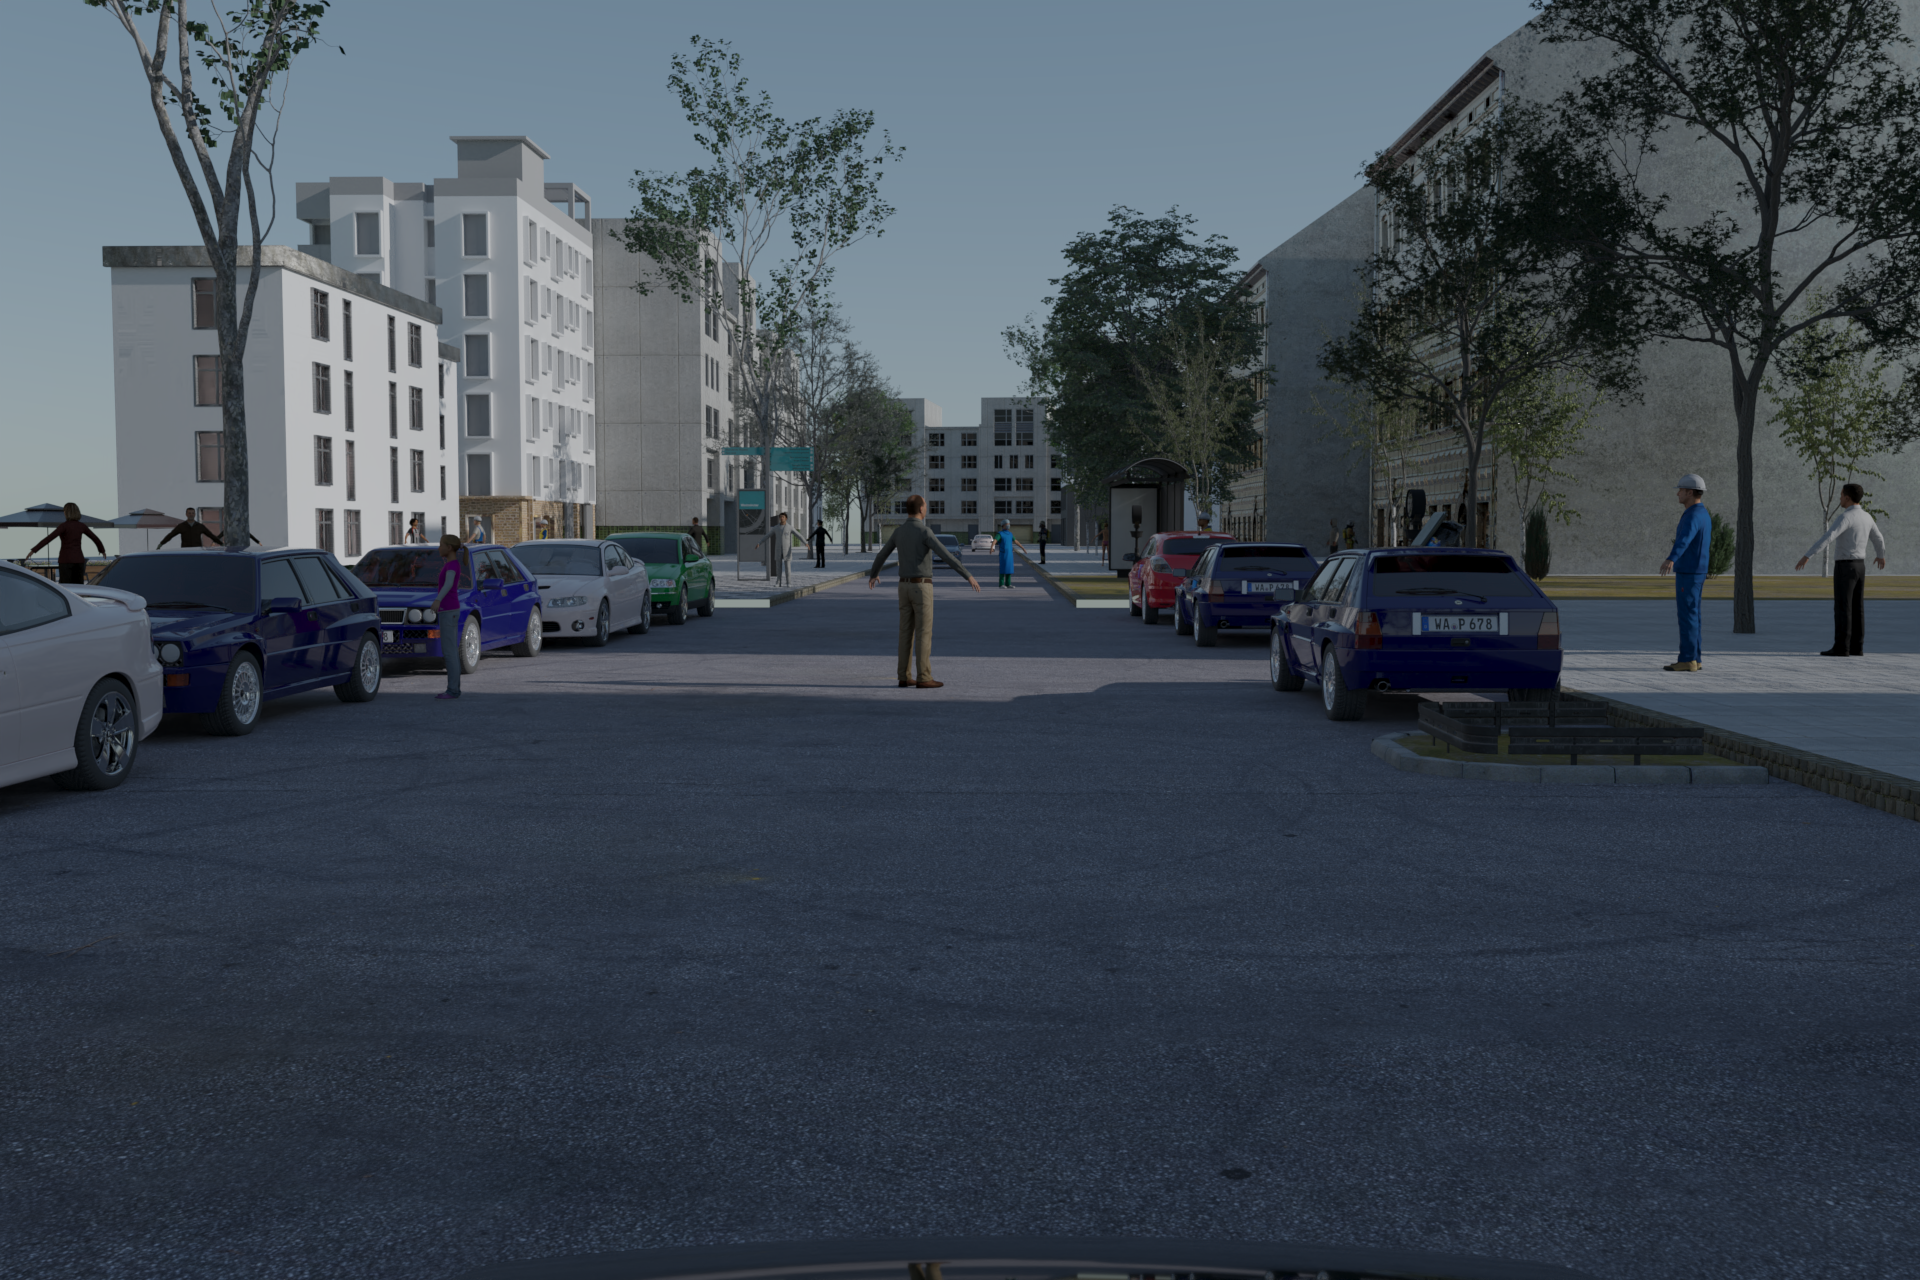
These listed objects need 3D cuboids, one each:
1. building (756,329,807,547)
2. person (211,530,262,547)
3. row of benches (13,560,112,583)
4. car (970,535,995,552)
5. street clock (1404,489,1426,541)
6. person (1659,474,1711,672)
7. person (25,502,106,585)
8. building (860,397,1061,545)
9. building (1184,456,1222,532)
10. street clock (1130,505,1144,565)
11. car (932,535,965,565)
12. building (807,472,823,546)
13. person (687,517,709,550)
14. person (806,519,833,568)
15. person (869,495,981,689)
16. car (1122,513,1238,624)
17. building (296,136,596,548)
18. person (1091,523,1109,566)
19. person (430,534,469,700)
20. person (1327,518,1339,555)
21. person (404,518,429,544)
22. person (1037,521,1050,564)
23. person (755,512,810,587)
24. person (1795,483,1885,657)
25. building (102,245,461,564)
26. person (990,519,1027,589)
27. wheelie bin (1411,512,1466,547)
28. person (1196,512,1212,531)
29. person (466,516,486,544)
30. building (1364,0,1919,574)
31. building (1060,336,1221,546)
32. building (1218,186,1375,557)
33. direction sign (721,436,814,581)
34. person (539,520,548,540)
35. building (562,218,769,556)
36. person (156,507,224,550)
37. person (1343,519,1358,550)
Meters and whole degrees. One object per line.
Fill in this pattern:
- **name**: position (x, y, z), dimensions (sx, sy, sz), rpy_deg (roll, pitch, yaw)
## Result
- **building**: position (-24.474, -18.290, 165.501), dimensions (16.747, 18.905, 31.486), rpy_deg (0, 4, 0)
- **person**: position (-19.541, -2.482, 46.767), dimensions (1.347, 1.806, 0.705), rpy_deg (-3, 4, -36)
- **row of benches**: position (-21.969, -1.562, 41.006), dimensions (4.104, 0.672, 1.422), rpy_deg (-1, 4, -15)
- **car**: position (1.869, -7.806, 139.985), dimensions (2.083, 1.381, 4.827), rpy_deg (0, 4, 0)
- **street clock**: position (7.359, -1.434, 28.010), dimensions (0.358, 2.002, 0.471), rpy_deg (0, 4, 1)
- **person**: position (6.824, -0.635, 16.266), dimensions (0.705, 1.842, 1.347), rpy_deg (2, 4, 33)
- **person**: position (-12.579, -1.078, 24.435), dimensions (0.721, 1.729, 1.215), rpy_deg (2, 4, 28)
- **building**: position (3.733, -22.124, 230.645), dimensions (31.486, 18.905, 16.747), rpy_deg (0, 4, 7)
- **building**: position (25.016, -13.327, 160.038), dimensions (9.099, 9.664, 28.070), rpy_deg (0, 4, 1)
- **street clock**: position (4.417, -2.368, 43.286), dimensions (0.358, 2.002, 0.471), rpy_deg (0, 4, 2)
- **car**: position (-0.795, -3.735, 73.074), dimensions (2.014, 1.417, 4.499), rpy_deg (0, 4, 1)
- **building**: position (-19.927, -15.508, 195.705), dimensions (9.099, 9.664, 28.070), rpy_deg (0, 4, 2)
- **person**: position (-8.144, -2.876, 53.245), dimensions (0.704, 1.802, 1.346), rpy_deg (2, 4, 35)
- **person**: position (-5.294, -3.637, 65.393), dimensions (1.347, 1.837, 0.705), rpy_deg (-3, 5, -44)
- **person**: position (-0.394, -0.456, 16.176), dimensions (1.348, 1.796, 0.705), rpy_deg (3, 5, 40)
- **car**: position (3.828, -1.217, 28.936), dimensions (2.155, 1.783, 4.494), rpy_deg (0, 4, 1)
- **building**: position (-25.630, -13.907, 83.803), dimensions (16.016, 20.090, 11.380), rpy_deg (0, 4, 2)
- **person**: position (5.839, -3.812, 69.126), dimensions (1.217, 1.733, 0.721), rpy_deg (0, 4, 7)
- **person**: position (-4.500, -0.204, 15.061), dimensions (0.599, 1.433, 0.991), rpy_deg (-1, 4, -11)
- **person**: position (12.132, -3.070, 56.324), dimensions (0.705, 1.813, 1.348), rpy_deg (0, 4, 3)
- **person**: position (-18.725, -3.267, 59.567), dimensions (0.704, 1.843, 1.345), rpy_deg (1, 4, 19)
- **person**: position (3.478, -4.143, 73.511), dimensions (0.705, 1.856, 1.354), rpy_deg (0, 4, -6)
- **person**: position (-4.277, -2.181, 41.849), dimensions (1.347, 1.806, 0.705), rpy_deg (0, 4, 7)
- **person**: position (9.323, -0.737, 18.206), dimensions (1.344, 1.810, 0.704), rpy_deg (-2, 4, -27)
- **building**: position (-23.767, -7.491, 64.618), dimensions (9.099, 9.664, 28.070), rpy_deg (0, 4, 1)
- **person**: position (1.219, -2.256, 45.474), dimensions (1.347, 1.817, 0.704), rpy_deg (-3, 5, -44)
- **wheelie bin**: position (6.816, -1.026, 24.686), dimensions (0.693, 1.594, 0.980), rpy_deg (0, 4, 2)
- **person**: position (4.498, -1.448, 32.105), dimensions (0.705, 1.833, 1.349), rpy_deg (0, 4, -5)
- **person**: position (-15.094, -2.954, 54.156), dimensions (0.705, 1.847, 1.347), rpy_deg (0, 4, 8)
- **building**: position (26.415, -14.216, 63.358), dimensions (19.493, 23.208, 18.063), rpy_deg (0, 4, 1)
- **building**: position (25.187, -21.452, 194.715), dimensions (27.936, 21.610, 32.646), rpy_deg (0, 4, 1)
- **building**: position (26.344, -16.752, 104.827), dimensions (19.493, 23.208, 18.063), rpy_deg (0, 4, 1)
- **direction sign**: position (-5.249, -3.625, 48.024), dimensions (2.525, 3.948, 1.411), rpy_deg (0, 4, 2)
- **person**: position (-14.186, -3.194, 58.682), dimensions (0.721, 1.772, 1.216), rpy_deg (-1, 4, -17)
- **building**: position (-22.731, -15.083, 113.068), dimensions (16.747, 18.905, 31.486), rpy_deg (0, 4, 1)
- **person**: position (-15.166, -1.716, 34.202), dimensions (1.346, 1.812, 0.704), rpy_deg (-2, 4, -30)
- **person**: position (15.209, -3.770, 67.405), dimensions (0.705, 1.858, 1.354), rpy_deg (0, 4, -2)
